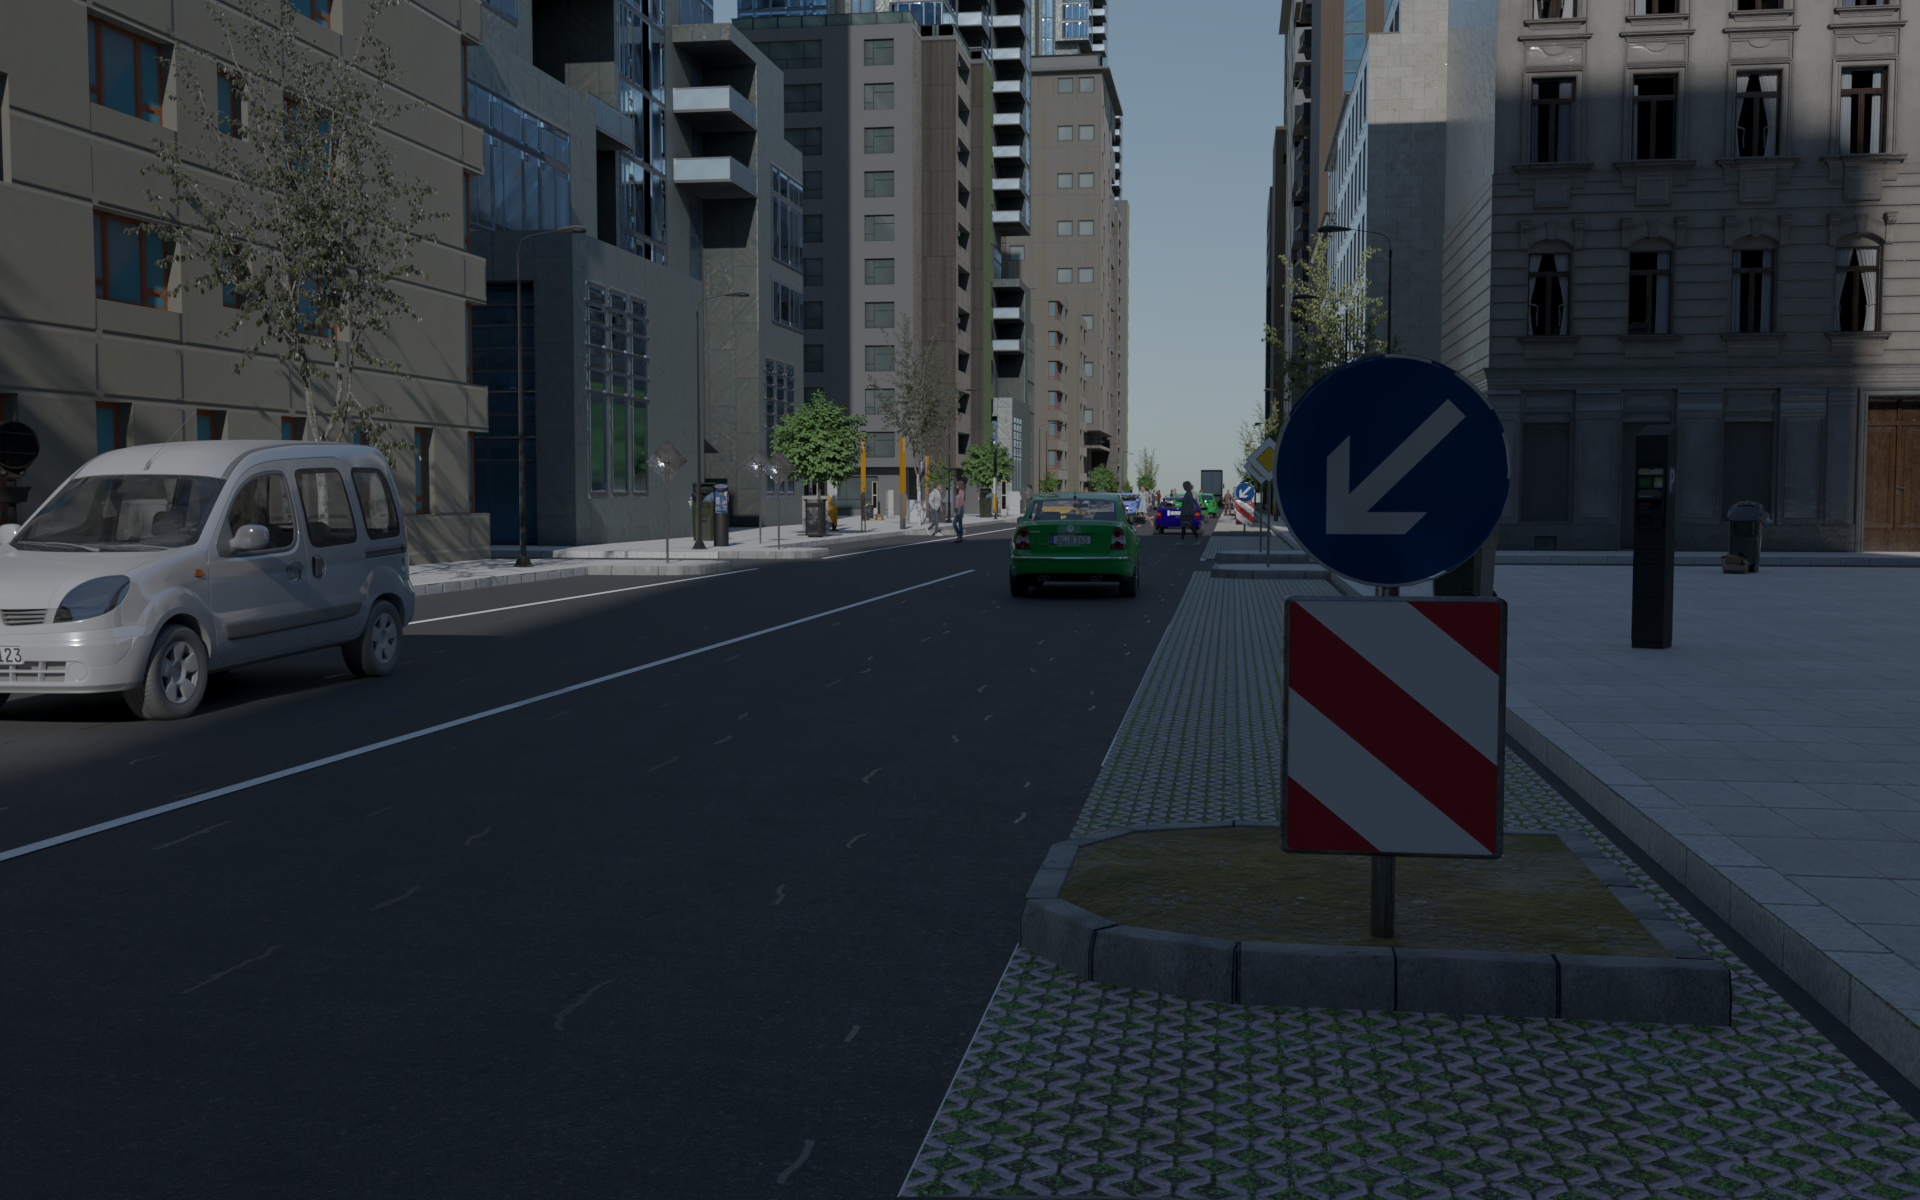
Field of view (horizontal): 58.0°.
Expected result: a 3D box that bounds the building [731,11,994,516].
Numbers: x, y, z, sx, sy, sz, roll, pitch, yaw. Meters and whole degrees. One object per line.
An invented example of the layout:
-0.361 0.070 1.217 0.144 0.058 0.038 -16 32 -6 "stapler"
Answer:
-5.795 -20.583 108.239 14.160 30.474 14.107 1 4 9 "building"

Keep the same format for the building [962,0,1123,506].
14.091 -57.748 256.846 22.319 86.520 31.000 1 4 9 "building"

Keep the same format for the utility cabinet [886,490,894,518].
-3.757 -5.115 92.307 0.318 1.500 1.173 0 4 -8 "utility cabinet"

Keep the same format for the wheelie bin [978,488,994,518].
1.419 -5.265 93.997 0.980 1.594 0.693 1 4 11 "wheelie bin"

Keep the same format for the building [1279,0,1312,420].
45.670 -35.420 168.355 28.713 52.752 27.495 1 4 9 "building"

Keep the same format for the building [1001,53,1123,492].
4.961 -38.221 214.157 28.713 52.752 27.495 1 4 9 "building"

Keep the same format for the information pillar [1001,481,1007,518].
2.383 -5.506 94.513 0.304 2.012 0.304 0 4 -2 "information pillar"

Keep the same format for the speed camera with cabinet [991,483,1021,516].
2.751 -6.721 104.219 2.038 3.252 0.660 -3 5 -40 "speed camera with cabinet"

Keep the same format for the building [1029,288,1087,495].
-3.106 -19.409 162.370 27.650 21.520 28.899 1 4 9 "building"

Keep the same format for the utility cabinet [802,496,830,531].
-5.033 -3.034 60.762 1.020 1.237 0.306 -3 5 -39 "utility cabinet"

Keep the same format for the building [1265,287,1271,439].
49.441 -28.649 240.119 14.160 30.474 14.107 1 4 9 "building"

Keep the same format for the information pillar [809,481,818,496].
-6.632 -4.519 78.379 0.304 2.012 0.304 -2 4 -27 "information pillar"

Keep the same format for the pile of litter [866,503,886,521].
-4.167 -4.313 84.484 1.176 0.858 1.719 3 5 40 "pile of litter"

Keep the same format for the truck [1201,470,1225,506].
29.791 -13.195 204.649 2.839 4.237 11.283 1 4 9 "truck"

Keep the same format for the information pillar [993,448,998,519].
1.788 -5.889 87.636 0.183 3.616 0.504 1 4 13 "information pillar"

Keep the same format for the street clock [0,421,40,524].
-9.461 -0.779 17.304 0.358 2.002 0.471 3 5 42 "street clock"

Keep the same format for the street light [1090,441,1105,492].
12.001 -10.993 152.269 1.470 5.913 1.316 1 4 9 "street light"

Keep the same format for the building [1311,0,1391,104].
31.677 -28.773 120.541 14.600 45.320 14.200 1 4 9 "building"

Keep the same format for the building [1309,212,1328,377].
26.151 -14.479 101.352 10.561 19.102 19.286 1 4 9 "building"

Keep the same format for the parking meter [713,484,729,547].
-5.841 -2.075 42.335 0.372 1.533 0.369 0 3 0 "parking meter"

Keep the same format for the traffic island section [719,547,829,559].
-4.198 -1.081 39.954 2.009 0.180 2.903 1 4 9 "traffic island section"

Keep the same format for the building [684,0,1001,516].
-5.149 -50.017 130.448 22.319 86.520 31.000 1 4 9 "building"

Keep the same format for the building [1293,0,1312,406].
38.809 -29.760 141.199 22.147 44.769 28.867 1 4 9 "building"

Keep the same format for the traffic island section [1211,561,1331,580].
5.424 -0.494 30.364 2.009 0.180 2.903 1 4 9 "traffic island section"

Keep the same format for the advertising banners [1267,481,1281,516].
18.264 -6.388 100.626 0.090 3.025 2.074 -1 4 -13 "advertising banners"

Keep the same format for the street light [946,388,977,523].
0.053 -6.342 76.239 1.470 5.913 1.316 1 4 9 "street light"

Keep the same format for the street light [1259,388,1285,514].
14.031 -6.342 76.230 1.470 5.913 1.316 1 4 9 "street light"

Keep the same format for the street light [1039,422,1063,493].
5.690 -8.541 112.179 1.470 5.913 1.316 1 4 9 "street light"

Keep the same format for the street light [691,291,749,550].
-5.513 -4.121 39.915 1.470 5.913 1.316 1 4 9 "street light"

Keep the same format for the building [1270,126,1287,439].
44.033 -33.958 205.320 14.600 45.320 14.200 1 4 9 "building"

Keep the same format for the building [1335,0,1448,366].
19.905 -12.855 64.937 10.420 20.320 16.860 1 4 9 "building"

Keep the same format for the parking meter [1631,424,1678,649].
5.785 -0.533 14.432 0.255 1.863 0.399 2 4 35 "parking meter"

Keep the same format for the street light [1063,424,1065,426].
6.312 -8.747 115.556 1.470 5.913 1.316 1 4 9 "street light"

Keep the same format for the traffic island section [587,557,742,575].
-5.435 -0.598 32.065 2.009 0.180 2.903 1 4 9 "traffic island section"

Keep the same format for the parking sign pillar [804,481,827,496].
-6.979 -5.733 82.203 1.447 3.967 1.447 0 4 -4 "parking sign pillar"

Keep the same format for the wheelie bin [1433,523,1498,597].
5.549 -0.688 19.153 0.693 1.594 0.980 3 4 37 "wheelie bin"

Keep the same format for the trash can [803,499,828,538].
-4.272 -2.420 51.212 0.748 1.137 0.748 0 3 0 "trash can"

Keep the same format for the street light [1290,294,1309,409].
8.407 -4.144 40.288 1.470 5.913 1.316 1 4 9 "street light"

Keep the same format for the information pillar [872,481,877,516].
-4.963 -5.877 100.584 0.304 2.012 0.304 -1 4 -9 "information pillar"

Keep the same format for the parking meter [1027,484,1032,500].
4.200 -6.099 105.431 0.255 1.863 0.399 2 4 29 "parking meter"

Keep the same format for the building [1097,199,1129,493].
15.453 -33.733 235.122 14.154 41.232 14.086 1 4 9 "building"

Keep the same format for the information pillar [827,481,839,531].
-4.412 -4.199 60.005 0.183 3.616 0.504 -3 4 -37 "information pillar"

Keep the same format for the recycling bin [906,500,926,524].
-1.880 -3.772 74.233 0.722 1.027 0.722 -1 4 -15 "recycling bin"

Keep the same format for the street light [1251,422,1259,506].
20.155 -8.712 114.975 1.470 5.913 1.316 1 4 9 "street light"

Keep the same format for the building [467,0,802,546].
-18.041 -45.515 56.845 22.319 86.520 31.000 1 4 9 "building"

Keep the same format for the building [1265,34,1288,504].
49.600 -47.890 221.245 20.563 71.187 20.611 1 4 9 "building"

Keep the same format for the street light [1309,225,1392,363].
6.866 -3.515 30.013 1.470 5.913 1.316 1 4 9 "street light"

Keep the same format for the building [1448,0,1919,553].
21.373 -11.785 41.841 18.267 20.994 9.793 1 4 9 "building"

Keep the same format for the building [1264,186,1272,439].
56.264 -38.706 256.539 21.300 48.544 21.600 1 4 9 "building"

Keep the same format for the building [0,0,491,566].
-25.720 -10.841 22.283 28.899 21.520 27.650 1 4 9 "building"

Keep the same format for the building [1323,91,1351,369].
22.709 -14.294 82.863 9.793 20.994 18.267 1 4 9 "building"

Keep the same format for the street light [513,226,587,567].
-7.148 -3.527 30.206 1.470 5.913 1.316 1 4 9 "street light"

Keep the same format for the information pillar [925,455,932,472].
-1.809 -6.677 100.515 0.504 3.616 0.183 3 4 38 "information pillar"

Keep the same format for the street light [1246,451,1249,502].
25.888 -10.912 150.954 1.470 5.913 1.316 1 4 9 "street light"

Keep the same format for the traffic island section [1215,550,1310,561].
6.660 -0.977 38.254 2.009 0.180 2.903 1 4 9 "traffic island section"

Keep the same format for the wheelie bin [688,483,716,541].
-6.980 -2.420 47.475 0.980 1.594 0.693 0 4 1 "wheelie bin"
